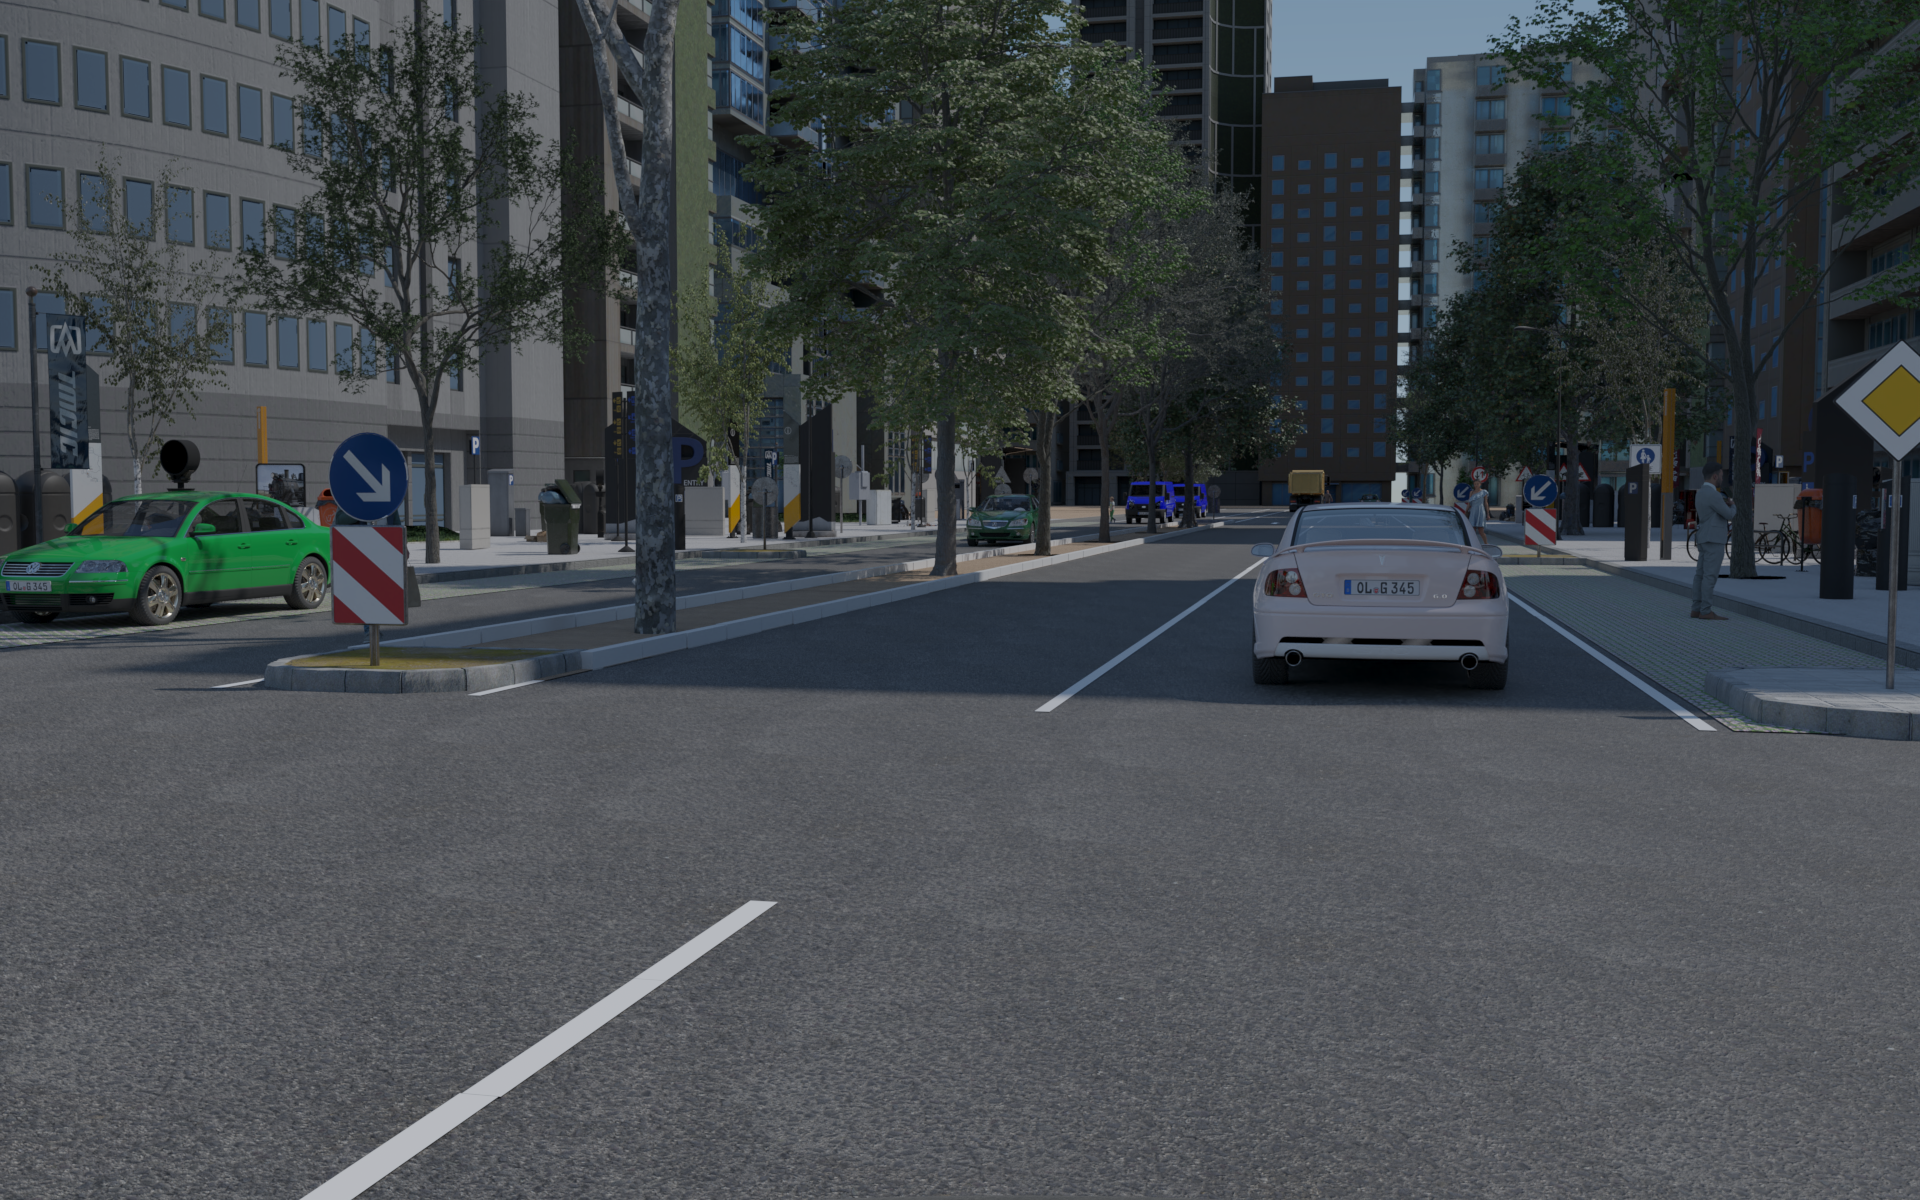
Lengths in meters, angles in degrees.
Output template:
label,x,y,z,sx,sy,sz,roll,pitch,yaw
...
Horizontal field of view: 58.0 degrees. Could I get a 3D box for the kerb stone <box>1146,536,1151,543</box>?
label,x,y,z,sx,sy,sz,roll,pitch,yaw
kerb stone,5.371,-1.727,50.529,0.120,0.150,1.000,1,4,13

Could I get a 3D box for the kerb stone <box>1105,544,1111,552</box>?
label,x,y,z,sx,sy,sz,roll,pitch,yaw
kerb stone,3.522,-1.244,42.541,0.120,0.150,1.000,1,4,13

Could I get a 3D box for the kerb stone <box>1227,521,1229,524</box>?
label,x,y,z,sx,sy,sz,roll,pitch,yaw
kerb stone,12.283,-3.565,80.479,0.120,0.150,1.000,1,4,13

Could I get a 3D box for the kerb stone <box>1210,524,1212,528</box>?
label,x,y,z,sx,sy,sz,roll,pitch,yaw
kerb stone,10.206,-3.013,71.492,0.120,0.150,1.000,1,4,13

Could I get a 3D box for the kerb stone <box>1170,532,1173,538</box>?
label,x,y,z,sx,sy,sz,roll,pitch,yaw
kerb stone,6.753,-2.097,56.514,0.120,0.150,1.000,1,4,13

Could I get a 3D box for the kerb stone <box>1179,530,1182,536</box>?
label,x,y,z,sx,sy,sz,roll,pitch,yaw
kerb stone,7.446,-2.282,59.501,0.120,0.150,1.000,1,4,13

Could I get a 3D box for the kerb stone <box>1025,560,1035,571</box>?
label,x,y,z,sx,sy,sz,roll,pitch,yaw
kerb stone,1.217,-0.633,32.538,0.120,0.150,1.000,1,4,13

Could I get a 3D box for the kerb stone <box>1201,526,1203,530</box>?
label,x,y,z,sx,sy,sz,roll,pitch,yaw
kerb stone,9.286,-2.770,67.499,0.120,0.150,1.000,1,4,13

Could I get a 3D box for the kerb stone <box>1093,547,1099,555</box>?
label,x,y,z,sx,sy,sz,roll,pitch,yaw
kerb stone,3.065,-1.122,40.547,0.120,0.150,1.000,1,4,13

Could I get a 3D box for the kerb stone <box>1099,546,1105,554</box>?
label,x,y,z,sx,sy,sz,roll,pitch,yaw
kerb stone,3.290,-1.183,41.545,0.120,0.150,1.000,1,4,13

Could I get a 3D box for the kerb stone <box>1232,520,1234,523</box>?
label,x,y,z,sx,sy,sz,roll,pitch,yaw
kerb stone,12.970,-3.749,83.498,0.120,0.150,1.000,1,4,13

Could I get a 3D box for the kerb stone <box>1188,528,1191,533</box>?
label,x,y,z,sx,sy,sz,roll,pitch,yaw
kerb stone,8.133,-2.465,62.505,0.120,0.150,1.000,1,4,13

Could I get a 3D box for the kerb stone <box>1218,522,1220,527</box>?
label,x,y,z,sx,sy,sz,roll,pitch,yaw
kerb stone,11.134,-3.256,75.485,0.120,0.150,1.000,1,4,13

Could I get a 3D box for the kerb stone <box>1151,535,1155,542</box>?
label,x,y,z,sx,sy,sz,roll,pitch,yaw
kerb stone,5.606,-1.794,51.523,0.120,0.150,1.000,1,4,13

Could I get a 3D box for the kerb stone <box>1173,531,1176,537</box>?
label,x,y,z,sx,sy,sz,roll,pitch,yaw
kerb stone,6.983,-2.160,57.510,0.120,0.150,1.000,1,4,13

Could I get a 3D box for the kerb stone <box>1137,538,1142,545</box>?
label,x,y,z,sx,sy,sz,roll,pitch,yaw
kerb stone,4.908,-1.610,48.526,0.120,0.150,1.000,1,4,13

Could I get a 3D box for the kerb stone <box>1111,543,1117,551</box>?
label,x,y,z,sx,sy,sz,roll,pitch,yaw
kerb stone,3.760,-1.304,43.535,0.120,0.150,1.000,1,4,13

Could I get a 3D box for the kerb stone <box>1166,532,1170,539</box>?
label,x,y,z,sx,sy,sz,roll,pitch,yaw
kerb stone,6.525,-2.038,55.514,0.120,0.150,1.000,1,4,13

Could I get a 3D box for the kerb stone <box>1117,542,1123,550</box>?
label,x,y,z,sx,sy,sz,roll,pitch,yaw
kerb stone,3.991,-1.365,44.535,0.120,0.150,1.000,1,4,13

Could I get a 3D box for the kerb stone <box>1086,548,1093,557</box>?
label,x,y,z,sx,sy,sz,roll,pitch,yaw
kerb stone,2.841,-1.061,39.547,0.120,0.150,1.000,1,4,13

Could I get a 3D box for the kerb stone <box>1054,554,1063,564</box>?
label,x,y,z,sx,sy,sz,roll,pitch,yaw
kerb stone,1.918,-0.815,35.540,0.120,0.150,1.000,1,4,13

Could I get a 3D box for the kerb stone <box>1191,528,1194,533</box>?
label,x,y,z,sx,sy,sz,roll,pitch,yaw
kerb stone,8.368,-2.527,63.508,0.120,0.150,1.000,1,4,13

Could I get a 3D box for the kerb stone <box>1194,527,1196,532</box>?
label,x,y,z,sx,sy,sz,roll,pitch,yaw
kerb stone,8.598,-2.588,64.510,0.120,0.150,1.000,1,4,13

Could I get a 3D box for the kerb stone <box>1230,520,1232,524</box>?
label,x,y,z,sx,sy,sz,roll,pitch,yaw
kerb stone,12.747,-3.686,82.497,0.120,0.150,1.000,1,4,13

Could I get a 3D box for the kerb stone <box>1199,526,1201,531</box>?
label,x,y,z,sx,sy,sz,roll,pitch,yaw
kerb stone,9.051,-2.710,66.504,0.120,0.150,1.000,1,4,13

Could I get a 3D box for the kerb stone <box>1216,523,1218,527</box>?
label,x,y,z,sx,sy,sz,roll,pitch,yaw
kerb stone,10.895,-3.198,74.487,0.120,0.150,1.000,1,4,13

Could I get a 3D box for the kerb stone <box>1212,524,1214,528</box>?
label,x,y,z,sx,sy,sz,roll,pitch,yaw
kerb stone,10.434,-3.076,72.489,0.120,0.150,1.000,1,4,13

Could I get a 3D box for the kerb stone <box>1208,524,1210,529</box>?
label,x,y,z,sx,sy,sz,roll,pitch,yaw
kerb stone,9.980,-2.951,70.493,0.120,0.150,1.000,1,4,13

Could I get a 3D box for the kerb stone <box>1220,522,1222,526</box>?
label,x,y,z,sx,sy,sz,roll,pitch,yaw
kerb stone,11.365,-3.321,76.488,0.120,0.150,1.000,1,4,13

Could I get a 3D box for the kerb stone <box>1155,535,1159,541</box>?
label,x,y,z,sx,sy,sz,roll,pitch,yaw
kerb stone,5.834,-1.852,52.520,0.120,0.150,1.000,1,4,13

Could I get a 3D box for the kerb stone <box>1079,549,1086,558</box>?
label,x,y,z,sx,sy,sz,roll,pitch,yaw
kerb stone,2.603,-1.000,38.552,0.120,0.150,1.000,1,4,13

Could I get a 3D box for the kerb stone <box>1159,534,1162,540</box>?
label,x,y,z,sx,sy,sz,roll,pitch,yaw
kerb stone,6.058,-1.916,53.518,0.120,0.150,1.000,1,4,13

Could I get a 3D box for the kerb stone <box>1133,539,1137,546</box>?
label,x,y,z,sx,sy,sz,roll,pitch,yaw
kerb stone,4.677,-1.549,47.526,0.120,0.150,1.000,1,4,13

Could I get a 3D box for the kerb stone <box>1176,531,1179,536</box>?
label,x,y,z,sx,sy,sz,roll,pitch,yaw
kerb stone,7.213,-2.221,58.506,0.120,0.150,1.000,1,4,13

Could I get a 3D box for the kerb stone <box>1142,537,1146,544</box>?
label,x,y,z,sx,sy,sz,roll,pitch,yaw
kerb stone,5.133,-1.672,49.529,0.120,0.150,1.000,1,4,13

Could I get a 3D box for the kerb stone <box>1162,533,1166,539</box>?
label,x,y,z,sx,sy,sz,roll,pitch,yaw
kerb stone,6.292,-1.974,54.519,0.120,0.150,1.000,1,4,13

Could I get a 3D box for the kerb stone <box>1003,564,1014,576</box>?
label,x,y,z,sx,sy,sz,roll,pitch,yaw
kerb stone,0.756,-0.510,30.538,0.120,0.150,1.000,1,4,13

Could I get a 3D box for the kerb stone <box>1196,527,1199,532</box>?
label,x,y,z,sx,sy,sz,roll,pitch,yaw
kerb stone,8.829,-2.645,65.507,0.120,0.150,1.000,1,4,13

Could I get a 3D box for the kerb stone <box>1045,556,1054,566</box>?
label,x,y,z,sx,sy,sz,roll,pitch,yaw
kerb stone,1.680,-0.755,34.542,0.120,0.150,1.000,1,4,13

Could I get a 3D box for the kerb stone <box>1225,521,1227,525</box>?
label,x,y,z,sx,sy,sz,roll,pitch,yaw
kerb stone,12.053,-3.504,79.483,0.120,0.150,1.000,1,4,13

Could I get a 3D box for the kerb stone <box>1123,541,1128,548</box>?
label,x,y,z,sx,sy,sz,roll,pitch,yaw
kerb stone,4.213,-1.427,45.534,0.120,0.150,1.000,1,4,13

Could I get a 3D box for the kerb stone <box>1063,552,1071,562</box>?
label,x,y,z,sx,sy,sz,roll,pitch,yaw
kerb stone,2.143,-0.878,36.558,0.120,0.150,1.000,1,4,13

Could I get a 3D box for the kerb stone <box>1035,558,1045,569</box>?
label,x,y,z,sx,sy,sz,roll,pitch,yaw
kerb stone,1.449,-0.692,33.547,0.120,0.150,1.000,1,4,13

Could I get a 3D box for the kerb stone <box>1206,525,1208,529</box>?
label,x,y,z,sx,sy,sz,roll,pitch,yaw
kerb stone,9.749,-2.888,69.492,0.120,0.150,1.000,1,4,13

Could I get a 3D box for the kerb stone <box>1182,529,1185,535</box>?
label,x,y,z,sx,sy,sz,roll,pitch,yaw
kerb stone,7.675,-2.335,60.499,0.120,0.150,1.000,1,4,13

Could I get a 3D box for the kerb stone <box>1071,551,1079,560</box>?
label,x,y,z,sx,sy,sz,roll,pitch,yaw
kerb stone,2.379,-0.939,37.552,0.120,0.150,1.000,1,4,13

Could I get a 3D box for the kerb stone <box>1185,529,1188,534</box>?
label,x,y,z,sx,sy,sz,roll,pitch,yaw
kerb stone,7.897,-2.400,61.502,0.120,0.150,1.000,1,4,13

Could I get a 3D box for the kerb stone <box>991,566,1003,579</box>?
label,x,y,z,sx,sy,sz,roll,pitch,yaw
kerb stone,0.528,-0.446,29.542,0.120,0.150,1.000,1,4,13

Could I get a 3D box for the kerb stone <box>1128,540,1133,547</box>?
label,x,y,z,sx,sy,sz,roll,pitch,yaw
kerb stone,4.447,-1.488,46.529,0.120,0.150,1.000,1,4,13

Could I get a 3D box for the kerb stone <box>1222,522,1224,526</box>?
label,x,y,z,sx,sy,sz,roll,pitch,yaw
kerb stone,11.595,-3.382,77.490,0.120,0.150,1.000,1,4,13

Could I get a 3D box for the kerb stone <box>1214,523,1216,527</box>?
label,x,y,z,sx,sy,sz,roll,pitch,yaw
kerb stone,10.663,-3.137,73.491,0.120,0.150,1.000,1,4,13

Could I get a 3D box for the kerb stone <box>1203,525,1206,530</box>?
label,x,y,z,sx,sy,sz,roll,pitch,yaw
kerb stone,9.518,-2.832,68.496,0.120,0.150,1.000,1,4,13

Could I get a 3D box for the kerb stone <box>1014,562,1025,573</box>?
label,x,y,z,sx,sy,sz,roll,pitch,yaw
kerb stone,0.984,-0.572,31.542,0.120,0.150,1.000,1,4,13
